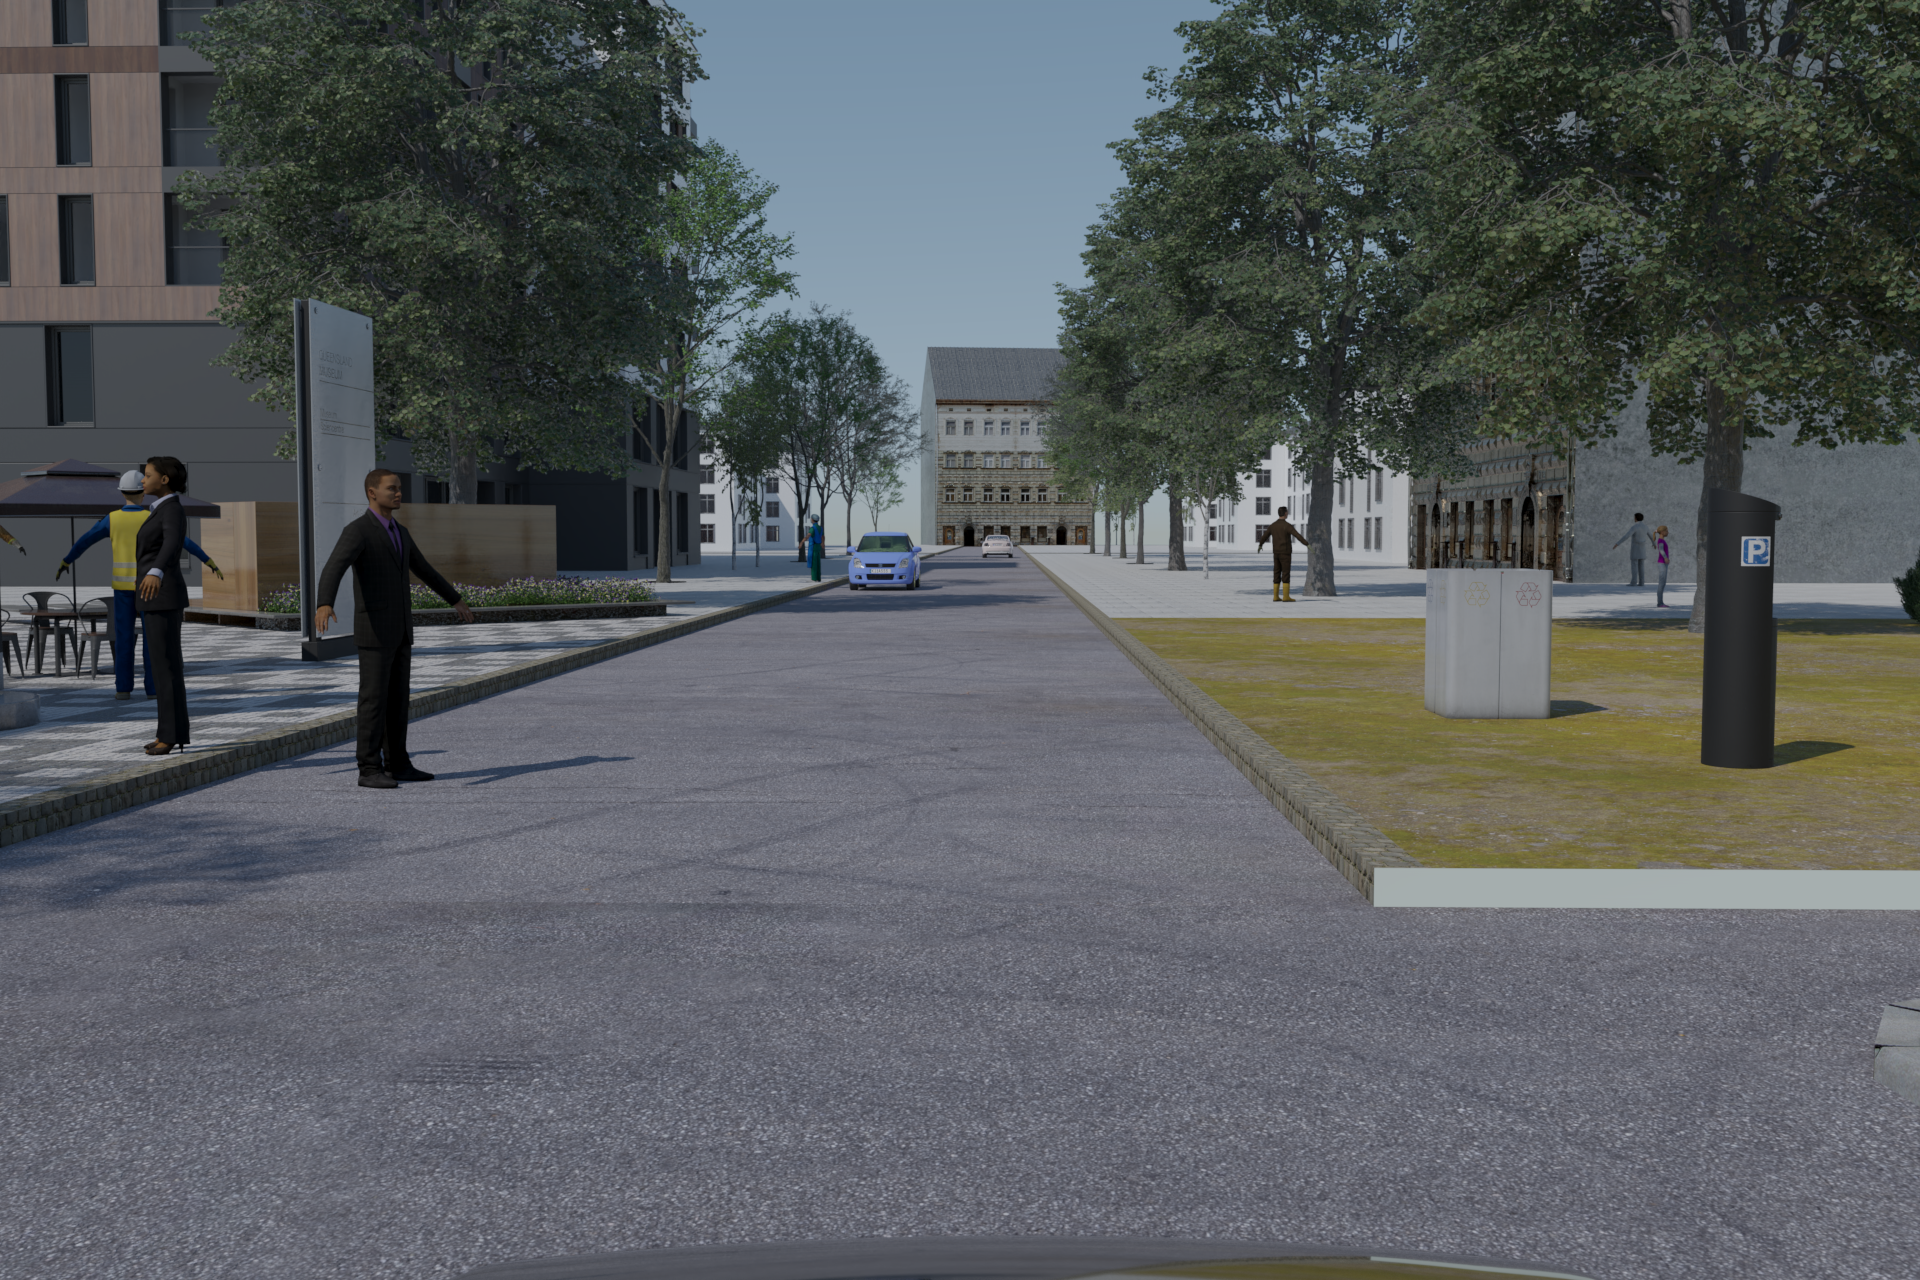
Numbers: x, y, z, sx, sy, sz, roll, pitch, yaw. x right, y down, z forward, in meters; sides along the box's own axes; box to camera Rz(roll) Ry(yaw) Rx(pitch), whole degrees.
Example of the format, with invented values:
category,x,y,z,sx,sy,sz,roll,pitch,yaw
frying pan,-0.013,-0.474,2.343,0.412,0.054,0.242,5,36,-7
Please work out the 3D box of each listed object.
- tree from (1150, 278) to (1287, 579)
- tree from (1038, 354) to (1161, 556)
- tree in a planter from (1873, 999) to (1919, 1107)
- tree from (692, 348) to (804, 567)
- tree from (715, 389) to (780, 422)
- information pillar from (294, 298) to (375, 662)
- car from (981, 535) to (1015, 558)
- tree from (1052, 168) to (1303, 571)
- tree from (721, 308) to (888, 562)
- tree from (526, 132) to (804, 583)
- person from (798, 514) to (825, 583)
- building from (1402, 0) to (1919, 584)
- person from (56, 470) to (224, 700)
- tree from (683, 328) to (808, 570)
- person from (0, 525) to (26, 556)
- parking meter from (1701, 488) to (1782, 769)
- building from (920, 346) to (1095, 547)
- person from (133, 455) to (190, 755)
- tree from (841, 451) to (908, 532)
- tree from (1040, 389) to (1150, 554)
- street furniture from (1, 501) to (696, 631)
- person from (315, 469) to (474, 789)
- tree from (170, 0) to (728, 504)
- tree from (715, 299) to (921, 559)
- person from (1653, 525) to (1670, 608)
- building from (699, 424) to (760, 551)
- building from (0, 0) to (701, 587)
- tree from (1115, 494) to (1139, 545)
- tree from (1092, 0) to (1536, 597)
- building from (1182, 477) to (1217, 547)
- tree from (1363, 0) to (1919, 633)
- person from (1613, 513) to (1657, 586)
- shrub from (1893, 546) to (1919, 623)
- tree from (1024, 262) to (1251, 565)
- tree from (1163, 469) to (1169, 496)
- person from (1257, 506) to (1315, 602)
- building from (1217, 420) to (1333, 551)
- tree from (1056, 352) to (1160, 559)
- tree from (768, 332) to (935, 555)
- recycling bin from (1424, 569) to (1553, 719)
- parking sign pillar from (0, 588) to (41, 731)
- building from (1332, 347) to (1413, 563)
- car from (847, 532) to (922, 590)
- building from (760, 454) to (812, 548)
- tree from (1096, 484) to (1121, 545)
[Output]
category,x,y,z,sx,sy,sz,roll,pitch,yaw
tree,6.769,-6.014,48.698,4.360,8.622,3.978,0,3,0
tree,8.385,-11.089,99.426,7.486,12.596,7.792,0,3,0
tree in a planter,3.388,-0.418,4.054,1.991,3.239,1.994,0,4,1
tree,-8.077,-7.128,66.902,4.737,8.622,4.395,0,3,0
tree,-22.134,-21.131,201.378,12.611,20.169,13.585,0,3,0
information pillar,-6.506,-1.640,18.129,0.184,3.620,1.656,0,4,2
car,2.279,-5.662,104.942,2.083,1.381,4.827,0,4,1
tree,7.617,-9.393,60.238,9.857,13.997,8.962,0,3,0
tree,-7.115,-9.356,78.722,9.928,11.665,9.643,0,3,0
tree,-7.644,-7.304,45.170,9.928,11.665,9.643,0,3,0
person,-3.869,-2.433,45.902,0.704,1.817,1.347,2,4,25
building,25.366,-13.595,53.212,19.493,23.208,18.063,0,4,2
person,-6.405,-0.432,13.522,1.216,1.772,0.721,-1,4,-12
tree,-8.276,-6.801,61.554,4.360,8.622,3.978,0,3,0
person,-17.197,-1.513,30.500,1.354,1.858,0.705,-1,4,-22
parking meter,4.322,-0.072,9.589,0.372,1.533,0.369,0,3,0
building,5.198,-22.598,202.855,18.063,23.208,19.493,0,4,-6
person,-4.737,-0.209,10.132,0.721,1.740,1.216,-2,4,-27
tree,-10.068,-17.013,203.913,9.928,11.665,9.643,0,3,0
tree,8.683,-11.338,111.139,9.928,11.665,9.643,0,3,0
street furniture,-7.945,-1.218,26.762,9.812,1.723,11.010,3,5,45
person,-3.267,-0.075,9.903,0.704,1.802,1.346,1,4,19
tree,-8.783,-7.572,30.451,9.857,13.997,8.962,0,3,0
tree,-7.146,-10.992,90.096,12.009,13.543,11.850,0,3,0
person,12.331,-1.282,30.235,0.599,1.433,0.991,1,4,23
building,-21.004,-12.339,143.887,9.099,9.664,28.070,0,4,1
building,-25.526,-13.078,57.795,27.936,21.610,32.646,0,4,2
tree,19.586,-15.104,197.311,4.737,8.622,4.395,0,3,0
tree,7.530,-7.876,35.422,9.857,13.997,8.962,0,3,0
building,27.920,-14.120,173.005,9.099,9.664,28.070,0,4,2
tree,9.946,-7.067,22.198,9.857,13.997,8.962,0,3,0
person,16.642,-2.225,42.573,1.347,1.806,0.705,-1,4,-23
shrub,13.838,-0.826,24.616,1.383,1.207,1.383,0,3,0
tree,7.788,-9.963,73.265,12.009,13.543,11.850,0,3,0
tree,28.379,-17.963,200.353,9.857,13.997,8.962,0,3,0
person,6.109,-1.626,32.722,0.704,1.812,1.346,-3,5,-41
building,26.889,-12.099,139.962,9.099,9.664,28.070,0,4,1
tree,8.707,-10.087,90.680,9.928,11.665,9.643,0,3,0
tree,-6.708,-11.846,104.058,12.009,13.543,11.850,0,3,0
recycling bin,3.752,0.014,12.332,0.722,1.027,0.722,0,4,2
parking sign pillar,-6.920,-1.401,11.383,1.447,3.967,1.447,0,4,2
building,23.720,-8.251,77.048,9.099,9.664,28.070,0,4,1
car,-1.942,-2.179,45.225,1.945,1.707,3.694,0,4,2
building,-19.256,-14.153,173.541,9.099,9.664,28.070,0,4,2
tree,18.053,-15.394,202.059,4.737,8.622,4.395,0,3,0
